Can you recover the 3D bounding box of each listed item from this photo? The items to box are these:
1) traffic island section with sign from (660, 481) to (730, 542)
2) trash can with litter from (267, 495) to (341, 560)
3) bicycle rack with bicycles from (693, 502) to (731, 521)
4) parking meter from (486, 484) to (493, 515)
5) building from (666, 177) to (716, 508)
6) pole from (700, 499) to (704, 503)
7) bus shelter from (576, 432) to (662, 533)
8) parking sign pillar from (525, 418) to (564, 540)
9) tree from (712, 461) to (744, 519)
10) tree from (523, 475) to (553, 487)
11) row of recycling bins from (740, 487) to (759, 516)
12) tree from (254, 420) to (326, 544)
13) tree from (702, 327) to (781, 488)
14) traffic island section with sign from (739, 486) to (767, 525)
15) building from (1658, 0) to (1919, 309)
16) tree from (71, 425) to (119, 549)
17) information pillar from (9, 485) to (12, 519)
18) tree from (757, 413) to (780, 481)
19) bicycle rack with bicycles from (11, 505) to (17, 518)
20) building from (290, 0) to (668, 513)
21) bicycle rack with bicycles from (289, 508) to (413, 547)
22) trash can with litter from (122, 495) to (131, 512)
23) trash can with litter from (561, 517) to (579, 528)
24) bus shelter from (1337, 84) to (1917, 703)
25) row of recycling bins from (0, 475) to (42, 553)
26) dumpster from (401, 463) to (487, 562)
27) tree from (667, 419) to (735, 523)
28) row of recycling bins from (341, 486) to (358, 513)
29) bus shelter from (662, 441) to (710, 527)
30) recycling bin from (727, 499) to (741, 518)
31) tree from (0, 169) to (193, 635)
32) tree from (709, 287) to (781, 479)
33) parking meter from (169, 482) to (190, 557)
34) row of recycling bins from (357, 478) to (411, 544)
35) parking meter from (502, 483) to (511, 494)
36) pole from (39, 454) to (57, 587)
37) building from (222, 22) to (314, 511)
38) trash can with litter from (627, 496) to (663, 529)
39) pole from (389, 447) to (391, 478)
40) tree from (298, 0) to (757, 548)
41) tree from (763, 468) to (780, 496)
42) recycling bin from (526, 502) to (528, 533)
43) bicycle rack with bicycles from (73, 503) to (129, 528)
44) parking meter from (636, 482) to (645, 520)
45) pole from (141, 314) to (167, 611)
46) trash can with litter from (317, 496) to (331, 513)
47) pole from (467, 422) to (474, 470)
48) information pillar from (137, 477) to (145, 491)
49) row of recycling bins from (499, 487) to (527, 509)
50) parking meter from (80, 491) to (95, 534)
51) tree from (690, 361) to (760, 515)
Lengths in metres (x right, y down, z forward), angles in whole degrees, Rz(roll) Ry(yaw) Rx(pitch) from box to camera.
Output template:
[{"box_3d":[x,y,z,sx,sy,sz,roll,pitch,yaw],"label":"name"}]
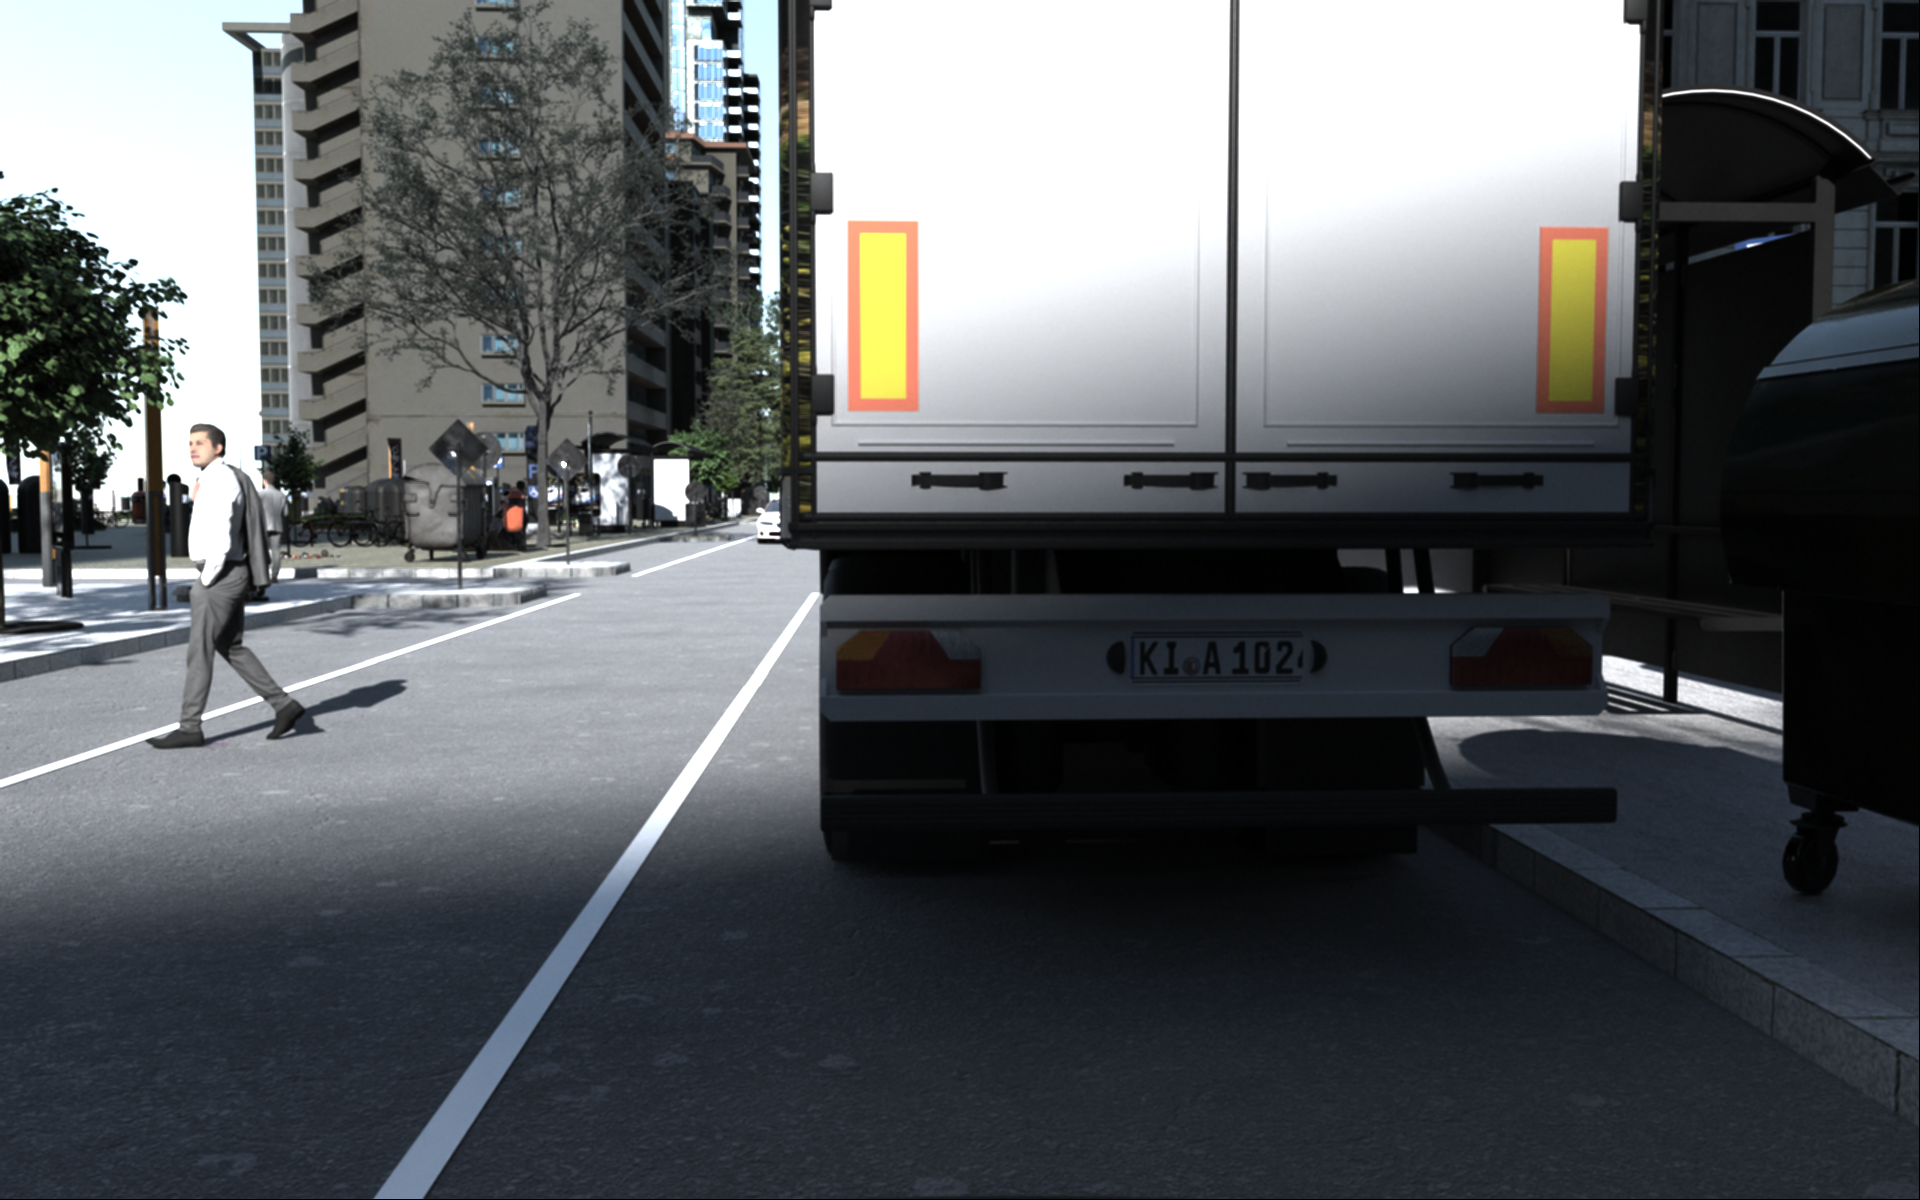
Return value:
[{"box_3d":[-8.073,-2.715,53.011,1.989,1.847,2.006,0,4,-2],"label":"traffic island section with sign"},{"box_3d":[-13.270,-1.446,34.693,1.678,1.210,2.233,2,4,35],"label":"trash can with litter"},{"box_3d":[-12.386,-4.228,82.508,2.925,0.926,2.852,0,4,-3],"label":"bicycle rack with bicycles"},{"box_3d":[-11.956,-2.153,43.617,0.372,1.533,0.369,0,3,0],"label":"parking meter"},{"box_3d":[-30.195,-23.685,158.945,14.160,30.474,14.107,0,4,-2],"label":"building"},{"box_3d":[-13.959,-6.108,93.716,0.158,3.312,0.155,0,3,0],"label":"pole"},{"box_3d":[-11.706,-4.013,59.536,2.014,3.302,5.546,0,4,-3],"label":"bus shelter"},{"box_3d":[-11.969,-3.705,49.046,1.447,3.967,1.447,0,4,-6],"label":"parking sign pillar"},{"box_3d":[-11.978,-5.724,88.196,1.663,3.219,1.824,0,3,0],"label":"tree"},{"box_3d":[-23.450,-6.217,96.255,1.663,3.219,1.824,0,3,0],"label":"tree"},{"box_3d":[-12.679,-5.980,104.879,1.069,1.692,3.534,-1,4,-12],"label":"row of recycling bins"},{"box_3d":[-17.468,-3.108,45.422,1.663,3.219,1.824,0,3,0],"label":"tree"},{"box_3d":[-13.912,-12.226,118.016,7.486,12.596,7.792,0,3,0],"label":"tree"},{"box_3d":[-9.300,-4.435,81.136,1.989,1.847,2.006,0,4,-2],"label":"traffic island section with sign"},{"box_3d":[31.775,-16.636,48.414,44.131,29.872,17.030,0,4,-2],"label":"building"},{"box_3d":[-20.729,-2.822,40.741,1.663,3.219,1.824,0,3,0],"label":"tree"},{"box_3d":[-49.183,-6.013,89.668,0.183,3.616,0.504,-2,4,-32],"label":"information pillar"},{"box_3d":[-16.833,-16.208,182.015,9.611,12.733,9.660,0,3,0],"label":"tree"},{"box_3d":[-42.908,-4.177,81.672,2.925,0.926,2.852,3,4,37],"label":"bicycle rack with bicycles"},{"box_3d":[-31.795,-30.129,116.309,21.300,48.544,21.600,0,4,-2],"label":"building"},{"box_3d":[-14.593,-1.788,42.615,2.925,0.926,2.852,1,4,12],"label":"bicycle rack with bicycles"},{"box_3d":[-47.858,-5.456,100.262,1.678,1.210,2.233,2,4,27],"label":"trash can with litter"},{"box_3d":[-16.247,-3.788,72.986,2.233,1.210,1.678,-3,4,-38],"label":"trash can with litter"},{"box_3d":[3.603,-1.066,11.349,2.014,3.302,5.546,0,4,-2],"label":"bus shelter"},{"box_3d":[-21.482,-1.863,37.573,3.534,1.692,1.069,-1,4,-12],"label":"row of recycling bins"},{"box_3d":[-9.907,-1.683,33.272,1.264,1.857,1.865,0,4,-3],"label":"dumpster"},{"box_3d":[-11.409,-5.652,76.128,4.285,4.588,4.351,0,3,0],"label":"tree"},{"box_3d":[-29.703,-4.946,87.978,1.069,1.692,3.534,1,4,19],"label":"row of recycling bins"},{"box_3d":[-11.282,-4.612,69.334,2.014,3.302,5.546,0,4,-2],"label":"bus shelter"},{"box_3d":[-12.295,-4.969,93.803,0.722,1.027,0.722,-2,4,-24],"label":"recycling bin"},{"box_3d":[-9.181,-1.992,16.291,4.285,4.588,4.351,0,3,0],"label":"tree"},{"box_3d":[-13.639,-17.388,140.181,12.611,20.169,13.585,0,3,0],"label":"tree"},{"box_3d":[-15.912,-1.646,35.328,0.372,1.533,0.369,0,3,0],"label":"parking meter"},{"box_3d":[-15.132,-2.381,46.042,1.069,1.692,3.534,-2,4,-27],"label":"row of recycling bins"},{"box_3d":[-23.580,-5.164,90.135,0.255,1.863,0.399,3,5,40],"label":"parking meter"},{"box_3d":[-12.574,-1.837,23.872,0.158,3.312,0.155,0,3,0],"label":"pole"},{"box_3d":[-38.383,-27.362,139.257,32.217,40.220,23.993,0,4,-2],"label":"building"},{"box_3d":[-11.868,-3.254,64.253,1.678,1.210,2.233,1,4,12],"label":"trash can with litter"},{"box_3d":[-22.872,-4.644,69.774,0.158,3.312,0.155,0,3,0],"label":"pole"},{"box_3d":[-10.162,-8.042,41.851,12.009,13.543,11.850,0,3,0],"label":"tree"},{"box_3d":[-14.137,-8.344,131.018,1.663,3.219,1.824,0,3,0],"label":"tree"},{"box_3d":[-14.184,-2.671,56.225,0.722,1.027,0.722,0,4,6],"label":"recycling bin"},{"box_3d":[-33.163,-3.211,65.886,2.925,0.926,2.852,-1,4,-10],"label":"bicycle rack with bicycles"},{"box_3d":[-15.688,-4.857,85.118,0.399,1.863,0.255,2,4,30],"label":"parking meter"},{"box_3d":[-8.830,-1.537,18.967,0.158,3.312,0.155,0,3,0],"label":"pole"},{"box_3d":[-29.196,-4.205,80.136,1.055,1.170,0.624,1,4,15],"label":"trash can with litter"},{"box_3d":[-13.855,-3.379,49.093,0.158,3.312,0.155,0,3,0],"label":"pole"},{"box_3d":[-35.476,-4.316,75.057,0.304,2.012,0.304,-1,4,-22],"label":"information pillar"},{"box_3d":[-26.236,-5.701,100.322,3.534,1.692,1.069,-3,5,-42],"label":"row of recycling bins"},{"box_3d":[-28.108,-2.898,55.786,0.372,1.533,0.369,0,3,0],"label":"parking meter"},{"box_3d":[-13.232,-8.940,96.539,4.360,8.622,3.978,0,3,0],"label":"tree"}]
